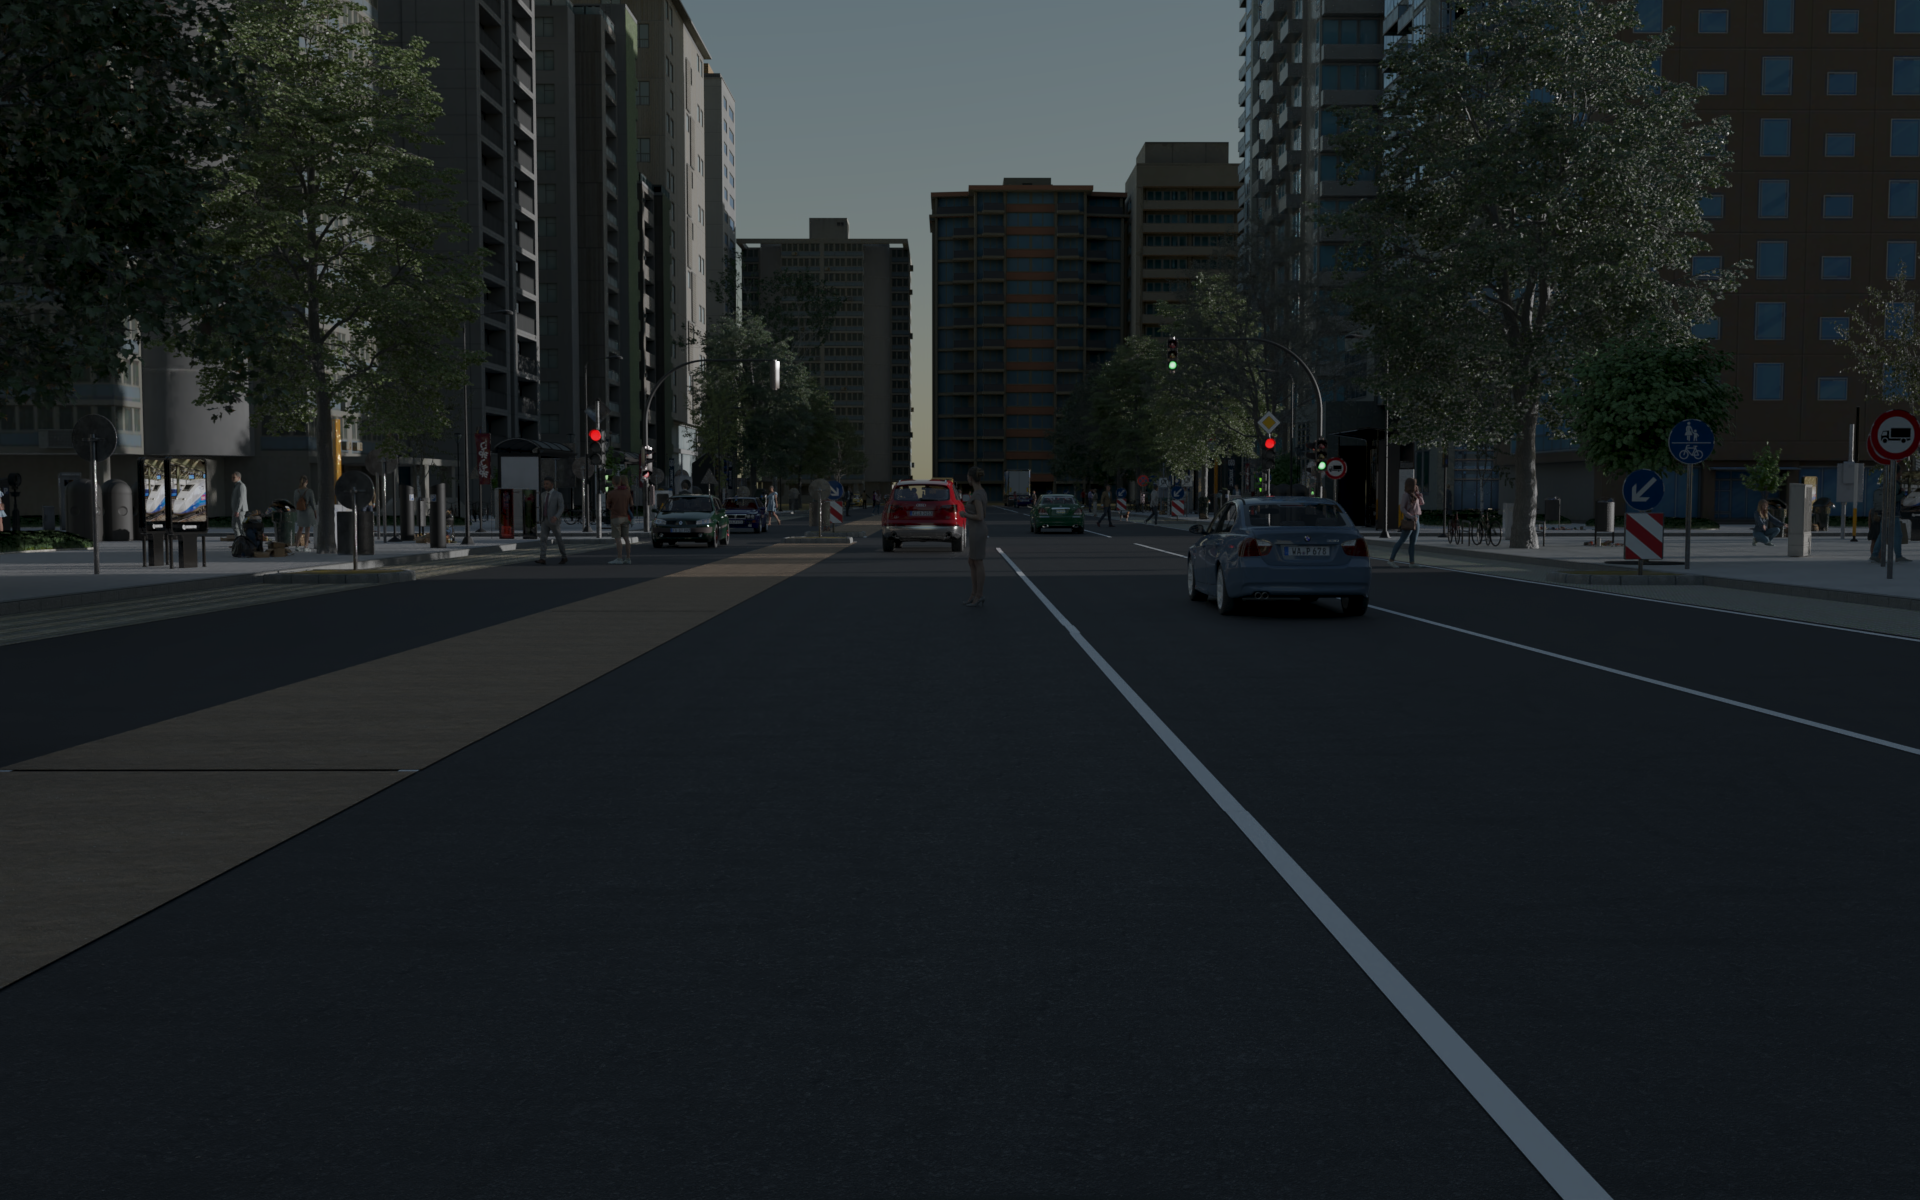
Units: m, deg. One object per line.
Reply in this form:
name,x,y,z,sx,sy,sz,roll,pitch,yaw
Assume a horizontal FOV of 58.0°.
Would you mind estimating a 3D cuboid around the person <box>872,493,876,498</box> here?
person,-10.062,-11.897,202.876,0.599,1.838,0.709,3,5,42

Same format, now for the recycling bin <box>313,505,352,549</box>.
recycling bin,-14.681,-1.719,40.653,0.722,1.027,0.722,3,5,40

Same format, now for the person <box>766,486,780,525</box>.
person,-8.638,-4.340,79.552,0.616,1.811,0.778,3,5,44

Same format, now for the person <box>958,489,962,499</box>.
person,0.023,-7.268,127.723,0.834,1.777,0.661,3,4,37

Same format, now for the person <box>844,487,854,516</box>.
person,-7.154,-6.345,111.600,0.474,1.900,0.648,2,4,34

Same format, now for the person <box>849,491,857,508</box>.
person,-11.049,-10.202,176.018,1.217,1.736,0.721,-1,4,-21

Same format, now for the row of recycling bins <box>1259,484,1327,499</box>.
row of recycling bins,13.266,-3.798,69.218,1.069,1.692,3.534,-2,4,-32

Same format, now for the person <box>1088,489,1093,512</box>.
person,10.299,-7.745,134.995,0.599,1.838,0.709,-1,4,-12

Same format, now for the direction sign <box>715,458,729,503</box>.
direction sign,-14.937,-7.135,108.651,0.876,3.537,0.379,0,4,0

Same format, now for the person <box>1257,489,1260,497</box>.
person,15.924,-5.214,91.263,0.622,1.834,0.822,1,4,13

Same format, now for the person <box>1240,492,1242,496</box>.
person,19.304,-7.008,120.593,0.622,1.834,0.822,-3,5,-42

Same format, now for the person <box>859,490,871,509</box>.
person,-9.302,-9.815,169.066,1.348,1.812,0.705,2,4,26

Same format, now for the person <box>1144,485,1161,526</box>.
person,8.584,-4.210,77.174,0.795,1.843,0.661,0,4,5

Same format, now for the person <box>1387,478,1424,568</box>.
person,8.669,-1.503,33.667,0.643,1.750,0.593,2,4,35

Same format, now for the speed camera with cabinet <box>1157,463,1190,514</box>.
speed camera with cabinet,13.645,-7.126,110.842,2.038,3.252,0.660,-1,4,-8

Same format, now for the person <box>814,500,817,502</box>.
person,-17.050,-12.125,205.000,1.217,1.736,0.721,-2,4,-31

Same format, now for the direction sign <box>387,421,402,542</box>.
direction sign,-15.187,-3.330,46.448,0.379,3.537,0.876,-3,4,-37

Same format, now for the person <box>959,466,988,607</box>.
person,0.174,-0.809,22.069,0.374,1.781,0.599,0,4,6

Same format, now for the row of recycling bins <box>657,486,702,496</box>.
row of recycling bins,-14.683,-5.110,90.657,1.069,1.692,3.534,-3,5,-44

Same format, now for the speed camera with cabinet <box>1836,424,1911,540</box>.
speed camera with cabinet,25.959,-3.344,49.006,2.038,3.252,0.660,2,4,27

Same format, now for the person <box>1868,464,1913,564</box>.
person,16.915,-1.555,31.449,0.713,1.824,0.794,2,4,26

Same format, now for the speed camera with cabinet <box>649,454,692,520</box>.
speed camera with cabinet,-14.156,-5.533,84.802,2.038,3.252,0.660,-2,4,-34

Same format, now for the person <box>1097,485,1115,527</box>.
person,6.379,-4.116,75.713,0.836,1.842,0.656,1,4,13

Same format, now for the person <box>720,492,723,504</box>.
person,-21.005,-8.847,151.251,0.990,1.755,0.434,1,4,18

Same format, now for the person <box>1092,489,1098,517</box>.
person,8.544,-6.182,110.124,0.362,1.759,0.519,-1,4,-11

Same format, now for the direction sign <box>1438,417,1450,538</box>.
direction sign,14.291,-3.611,51.030,0.379,3.537,0.876,0,4,6

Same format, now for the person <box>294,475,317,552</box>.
person,-14.652,-1.936,38.700,0.512,1.701,0.522,0,4,-3

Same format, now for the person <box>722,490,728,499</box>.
person,-23.962,-10.377,176.505,0.742,1.727,0.445,1,4,23

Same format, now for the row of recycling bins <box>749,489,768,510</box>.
row of recycling bins,-15.230,-7.552,130.581,1.069,1.692,3.534,-1,4,-18

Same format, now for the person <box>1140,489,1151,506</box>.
person,20.025,-11.021,186.231,1.348,1.824,0.705,0,4,-1

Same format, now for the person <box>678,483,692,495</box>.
person,-10.387,-3.479,65.154,0.659,1.850,0.755,-1,4,-19

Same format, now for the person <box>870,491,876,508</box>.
person,-8.827,-10.402,179.256,1.217,1.739,0.721,-3,5,-42

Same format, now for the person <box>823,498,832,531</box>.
person,-5.120,-3.439,65.093,0.532,1.782,0.716,-2,4,-29

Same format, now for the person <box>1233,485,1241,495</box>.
person,15.817,-5.691,99.114,0.581,1.822,0.654,1,4,8

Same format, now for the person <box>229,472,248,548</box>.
person,-17.083,-2.134,41.037,0.391,1.810,0.635,-3,4,-36

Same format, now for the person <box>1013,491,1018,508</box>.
person,5.909,-10.625,182.938,0.721,1.743,1.217,-2,4,-28

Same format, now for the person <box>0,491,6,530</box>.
person,-27.788,-2.673,49.838,0.778,1.811,0.616,-3,5,-43

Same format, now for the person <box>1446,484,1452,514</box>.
person,24.109,-4.839,85.588,0.534,1.772,0.576,-3,5,-40

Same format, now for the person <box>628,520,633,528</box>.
person,-12.659,-3.373,65.437,0.590,1.304,0.306,-1,4,-9

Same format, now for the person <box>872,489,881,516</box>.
person,-5.553,-6.501,115.381,0.643,1.750,0.593,1,4,12

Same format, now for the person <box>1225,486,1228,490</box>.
person,17.549,-6.629,114.693,0.850,1.792,0.678,1,4,14

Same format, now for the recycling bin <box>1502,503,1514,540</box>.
recycling bin,15.617,-2.200,48.523,0.722,1.027,0.722,1,4,11

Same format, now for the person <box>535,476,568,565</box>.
person,-8.308,-1.620,35.256,0.678,1.792,0.850,2,4,25

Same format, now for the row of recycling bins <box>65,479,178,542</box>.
row of recycling bins,-22.777,-2.476,47.598,1.069,1.692,3.534,2,4,30

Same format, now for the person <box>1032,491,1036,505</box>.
person,8.506,-11.567,198.175,0.434,1.755,0.990,-1,4,-19

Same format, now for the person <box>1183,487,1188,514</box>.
person,14.084,-6.268,109.096,0.524,1.755,0.480,-2,4,-24

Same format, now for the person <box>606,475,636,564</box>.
person,-6.970,-1.663,35.666,0.573,1.828,0.580,0,4,2

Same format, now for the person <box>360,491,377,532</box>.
person,-20.001,-3.197,58.223,0.836,1.842,0.656,2,4,25

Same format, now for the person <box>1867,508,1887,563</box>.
person,17.082,-1.315,32.216,0.373,1.253,0.362,-2,4,-30

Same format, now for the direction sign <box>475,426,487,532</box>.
direction sign,-16.088,-4.040,58.045,0.379,3.537,0.876,-2,4,-26

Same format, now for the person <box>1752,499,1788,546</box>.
person,20.042,-1.916,42.869,1.012,1.151,0.738,-1,4,-18
